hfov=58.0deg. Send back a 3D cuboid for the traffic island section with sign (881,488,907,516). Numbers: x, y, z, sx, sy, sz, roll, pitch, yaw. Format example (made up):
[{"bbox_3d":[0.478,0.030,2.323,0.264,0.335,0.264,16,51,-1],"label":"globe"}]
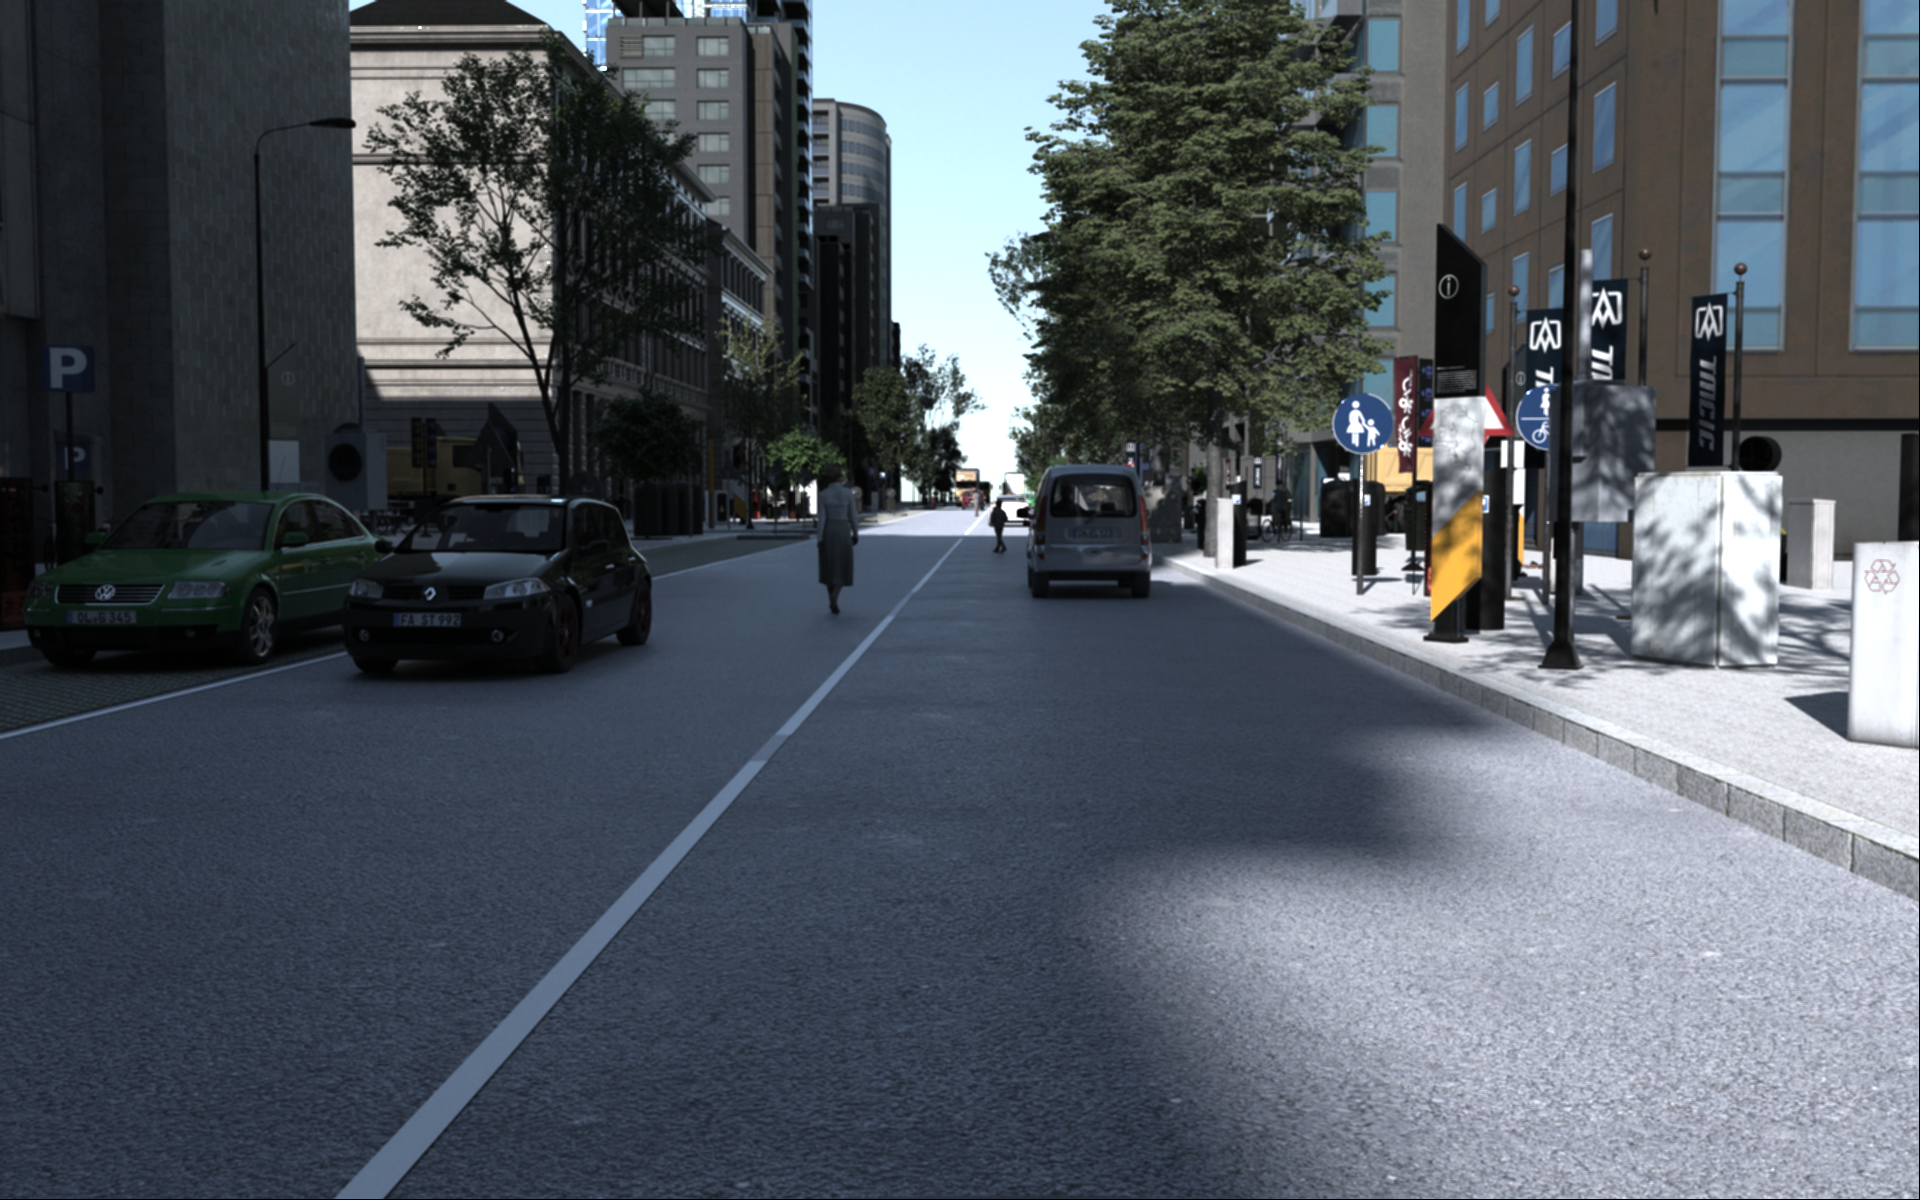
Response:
[{"bbox_3d":[-4.472,-6.383,112.989,1.989,1.847,2.006,0,4,1],"label":"traffic island section with sign"}]

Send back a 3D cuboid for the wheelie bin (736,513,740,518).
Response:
[{"bbox_3d":[-11.659,-5.145,92.029,0.980,1.594,0.693,0,4,-2],"label":"wheelie bin"}]

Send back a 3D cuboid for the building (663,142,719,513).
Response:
[{"bbox_3d":[-21.115,-16.638,100.903,11.050,23.489,19.941,0,4,1],"label":"building"}]

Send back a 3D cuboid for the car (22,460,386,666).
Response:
[{"bbox_3d":[-6.666,-0.427,15.782,1.959,1.807,4.718,0,4,0],"label":"car"}]

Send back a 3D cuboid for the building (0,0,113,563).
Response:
[{"bbox_3d":[-22.959,-12.579,23.694,12.078,24.808,19.932,0,4,1],"label":"building"}]

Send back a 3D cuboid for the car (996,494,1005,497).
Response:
[{"bbox_3d":[6.637,-15.626,267.288,2.131,1.459,4.920,0,4,3],"label":"car"}]

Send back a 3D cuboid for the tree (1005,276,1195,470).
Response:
[{"bbox_3d":[7.273,-10.415,87.300,9.611,12.733,9.660,0,3,0],"label":"tree"}]

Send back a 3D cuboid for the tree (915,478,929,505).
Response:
[{"bbox_3d":[-4.447,-13.002,207.180,1.663,3.219,1.824,0,3,0],"label":"tree"}]

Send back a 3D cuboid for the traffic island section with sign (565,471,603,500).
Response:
[{"bbox_3d":[-6.522,-1.290,29.724,1.989,1.847,2.006,0,4,1],"label":"traffic island section with sign"}]

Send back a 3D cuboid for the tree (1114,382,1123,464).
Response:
[{"bbox_3d":[9.565,-8.879,95.530,4.737,8.622,4.395,0,3,0],"label":"tree"}]

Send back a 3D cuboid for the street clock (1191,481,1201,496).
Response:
[{"bbox_3d":[12.758,-5.449,93.659,0.471,2.002,0.358,-1,4,-12],"label":"street clock"}]

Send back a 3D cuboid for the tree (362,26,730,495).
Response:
[{"bbox_3d":[-9.398,-6.998,40.169,9.928,11.665,9.643,0,3,0],"label":"tree"}]

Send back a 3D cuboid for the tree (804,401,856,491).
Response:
[{"bbox_3d":[-10.334,-11.390,136.595,4.360,8.622,3.978,0,3,0],"label":"tree"}]

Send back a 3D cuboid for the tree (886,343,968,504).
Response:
[{"bbox_3d":[-3.657,-21.940,214.605,12.611,20.169,13.585,0,3,0],"label":"tree"}]

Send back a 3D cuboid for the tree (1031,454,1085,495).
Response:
[{"bbox_3d":[7.961,-8.816,127.858,4.285,4.588,4.351,0,3,0],"label":"tree"}]

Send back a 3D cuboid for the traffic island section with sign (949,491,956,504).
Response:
[{"bbox_3d":[-1.205,-14.462,245.074,1.989,1.847,2.006,0,4,1],"label":"traffic island section with sign"}]

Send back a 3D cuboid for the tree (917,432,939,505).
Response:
[{"bbox_3d":[-4.520,-14.999,195.598,4.737,8.622,4.395,0,3,0],"label":"tree"}]

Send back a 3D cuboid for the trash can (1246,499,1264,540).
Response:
[{"bbox_3d":[8.222,-2.288,49.060,0.748,1.137,0.748,0,3,0],"label":"trash can"}]

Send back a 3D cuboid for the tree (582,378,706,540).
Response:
[{"bbox_3d":[-8.914,-3.992,48.980,4.285,4.588,4.351,0,3,0],"label":"tree"}]

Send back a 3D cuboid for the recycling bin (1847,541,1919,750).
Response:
[{"bbox_3d":[5.090,0.224,8.885,0.722,1.027,0.722,-2,4,-35],"label":"recycling bin"}]

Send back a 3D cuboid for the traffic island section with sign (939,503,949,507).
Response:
[{"bbox_3d":[-2.559,-11.101,190.121,1.989,1.847,2.006,0,4,1],"label":"traffic island section with sign"}]

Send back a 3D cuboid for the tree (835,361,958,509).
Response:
[{"bbox_3d":[-6.615,-14.215,149.421,9.611,12.733,9.660,0,3,0],"label":"tree"}]

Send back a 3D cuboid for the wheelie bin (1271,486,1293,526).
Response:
[{"bbox_3d":[12.941,-3.787,69.830,0.980,1.594,0.693,-3,5,-41],"label":"wheelie bin"}]

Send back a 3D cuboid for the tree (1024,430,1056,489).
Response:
[{"bbox_3d":[9.200,-14.479,187.099,4.737,8.622,4.395,0,3,0],"label":"tree"}]

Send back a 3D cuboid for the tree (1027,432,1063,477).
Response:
[{"bbox_3d":[8.039,-12.834,160.201,4.360,8.622,3.978,0,3,0],"label":"tree"}]

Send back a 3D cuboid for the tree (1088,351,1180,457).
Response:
[{"bbox_3d":[7.484,-7.576,74.222,4.360,8.622,3.978,0,3,0],"label":"tree"}]

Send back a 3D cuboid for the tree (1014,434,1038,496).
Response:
[{"bbox_3d":[11.998,-21.103,270.782,9.928,11.665,9.643,0,3,0],"label":"tree"}]

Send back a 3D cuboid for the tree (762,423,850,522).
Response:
[{"bbox_3d":[-7.561,-5.875,79.771,4.285,4.588,4.351,0,3,0],"label":"tree"}]

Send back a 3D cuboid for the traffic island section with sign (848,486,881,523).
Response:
[{"bbox_3d":[-5.135,-4.735,86.042,1.989,1.847,2.006,0,4,1],"label":"traffic island section with sign"}]

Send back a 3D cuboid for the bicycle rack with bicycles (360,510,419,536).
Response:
[{"bbox_3d":[-18.178,-2.441,53.292,2.925,0.926,2.852,-1,4,-19],"label":"bicycle rack with bicycles"}]

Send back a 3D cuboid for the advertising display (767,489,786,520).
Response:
[{"bbox_3d":[-9.251,-5.016,87.228,0.974,1.923,0.123,0,4,0],"label":"advertising display"}]

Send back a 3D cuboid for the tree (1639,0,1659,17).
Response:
[{"bbox_3d":[5.007,-4.345,5.457,8.767,10.594,7.601,-2,4,-31],"label":"tree"}]

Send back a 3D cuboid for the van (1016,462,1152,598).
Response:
[{"bbox_3d":[1.837,-1.123,25.366,2.013,2.044,4.112,0,4,1],"label":"van"}]

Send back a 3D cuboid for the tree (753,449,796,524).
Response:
[{"bbox_3d":[-7.747,-4.853,73.950,1.663,3.219,1.824,0,3,0],"label":"tree"}]

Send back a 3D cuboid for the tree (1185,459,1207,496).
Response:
[{"bbox_3d":[13.288,-6.220,96.299,1.663,3.219,1.824,0,3,0],"label":"tree"}]

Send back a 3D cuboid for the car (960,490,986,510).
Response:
[{"bbox_3d":[1.184,-9.158,158.401,2.281,1.827,5.304,0,3,0],"label":"car"}]

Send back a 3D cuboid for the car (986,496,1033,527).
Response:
[{"bbox_3d":[2.226,-3.973,77.313,2.083,1.381,4.827,0,4,0],"label":"car"}]

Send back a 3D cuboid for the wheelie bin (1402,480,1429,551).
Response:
[{"bbox_3d":[10.450,-1.914,39.207,0.693,1.594,0.980,-1,4,-18],"label":"wheelie bin"}]

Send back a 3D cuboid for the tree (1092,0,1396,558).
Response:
[{"bbox_3d":[4.754,-7.148,35.002,7.486,12.596,7.792,0,3,0],"label":"tree"}]

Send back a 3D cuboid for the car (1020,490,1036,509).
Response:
[{"bbox_3d":[5.584,-8.201,142.883,1.959,1.807,4.718,0,4,3],"label":"car"}]

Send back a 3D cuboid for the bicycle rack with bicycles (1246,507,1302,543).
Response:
[{"bbox_3d":[7.866,-2.034,46.631,2.852,0.926,2.925,2,4,31],"label":"bicycle rack with bicycles"}]

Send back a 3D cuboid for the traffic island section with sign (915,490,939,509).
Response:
[{"bbox_3d":[-3.236,-9.430,162.804,1.989,1.847,2.006,0,4,1],"label":"traffic island section with sign"}]

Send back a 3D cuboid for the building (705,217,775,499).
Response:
[{"bbox_3d":[-20.126,-17.447,121.420,11.583,22.565,21.152,0,4,1],"label":"building"}]

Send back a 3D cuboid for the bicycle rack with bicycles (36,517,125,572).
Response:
[{"bbox_3d":[-13.045,-0.847,27.235,2.852,0.926,2.925,-2,4,-32],"label":"bicycle rack with bicycles"}]

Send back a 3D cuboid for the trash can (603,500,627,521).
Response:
[{"bbox_3d":[-8.394,-1.839,41.728,0.748,1.137,0.748,0,3,0],"label":"trash can"}]

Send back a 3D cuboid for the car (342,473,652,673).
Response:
[{"bbox_3d":[-3.919,-0.328,15.148,2.009,1.686,4.222,0,4,3],"label":"car"}]

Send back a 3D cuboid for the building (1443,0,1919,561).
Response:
[{"bbox_3d":[19.685,-23.746,38.365,14.600,45.320,14.200,0,4,1],"label":"building"}]

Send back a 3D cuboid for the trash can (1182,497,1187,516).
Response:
[{"bbox_3d":[12.884,-5.442,100.623,0.748,1.137,0.748,0,3,0],"label":"trash can"}]

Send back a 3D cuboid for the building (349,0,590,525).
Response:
[{"bbox_3d":[-21.491,-15.420,81.002,11.050,23.489,19.941,0,4,1],"label":"building"}]

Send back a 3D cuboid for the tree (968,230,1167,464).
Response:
[{"bbox_3d":[8.203,-15.557,110.251,12.611,20.169,13.585,0,3,0],"label":"tree"}]

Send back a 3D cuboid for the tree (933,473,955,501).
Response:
[{"bbox_3d":[-2.357,-18.721,289.806,4.285,4.588,4.351,0,3,0],"label":"tree"}]

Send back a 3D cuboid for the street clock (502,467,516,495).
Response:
[{"bbox_3d":[-12.138,-2.574,46.650,0.358,2.002,0.471,0,4,-5],"label":"street clock"}]

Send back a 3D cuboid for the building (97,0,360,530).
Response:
[{"bbox_3d":[-24.830,-11.421,41.487,16.860,20.320,10.420,0,4,1],"label":"building"}]

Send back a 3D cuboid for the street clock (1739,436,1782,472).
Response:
[{"bbox_3d":[10.011,-1.051,21.753,0.358,2.002,0.471,-3,5,-40],"label":"street clock"}]

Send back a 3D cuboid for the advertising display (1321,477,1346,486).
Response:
[{"bbox_3d":[14.364,-3.757,66.640,0.974,1.923,0.123,-1,4,-13],"label":"advertising display"}]

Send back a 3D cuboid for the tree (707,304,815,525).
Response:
[{"bbox_3d":[-8.186,-7.219,68.393,4.737,8.622,4.395,0,3,0],"label":"tree"}]

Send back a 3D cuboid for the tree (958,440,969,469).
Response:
[{"bbox_3d":[-3.036,-22.296,281.554,9.611,12.733,9.660,0,3,0],"label":"tree"}]

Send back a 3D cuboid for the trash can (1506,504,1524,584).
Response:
[{"bbox_3d":[7.628,-0.795,24.647,0.748,1.137,0.748,0,3,0],"label":"trash can"}]

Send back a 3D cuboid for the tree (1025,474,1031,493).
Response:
[{"bbox_3d":[9.417,-11.074,164.770,4.285,4.588,4.351,0,3,0],"label":"tree"}]

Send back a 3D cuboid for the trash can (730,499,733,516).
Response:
[{"bbox_3d":[-13.334,-5.454,100.833,0.748,1.137,0.748,0,3,0],"label":"trash can"}]
